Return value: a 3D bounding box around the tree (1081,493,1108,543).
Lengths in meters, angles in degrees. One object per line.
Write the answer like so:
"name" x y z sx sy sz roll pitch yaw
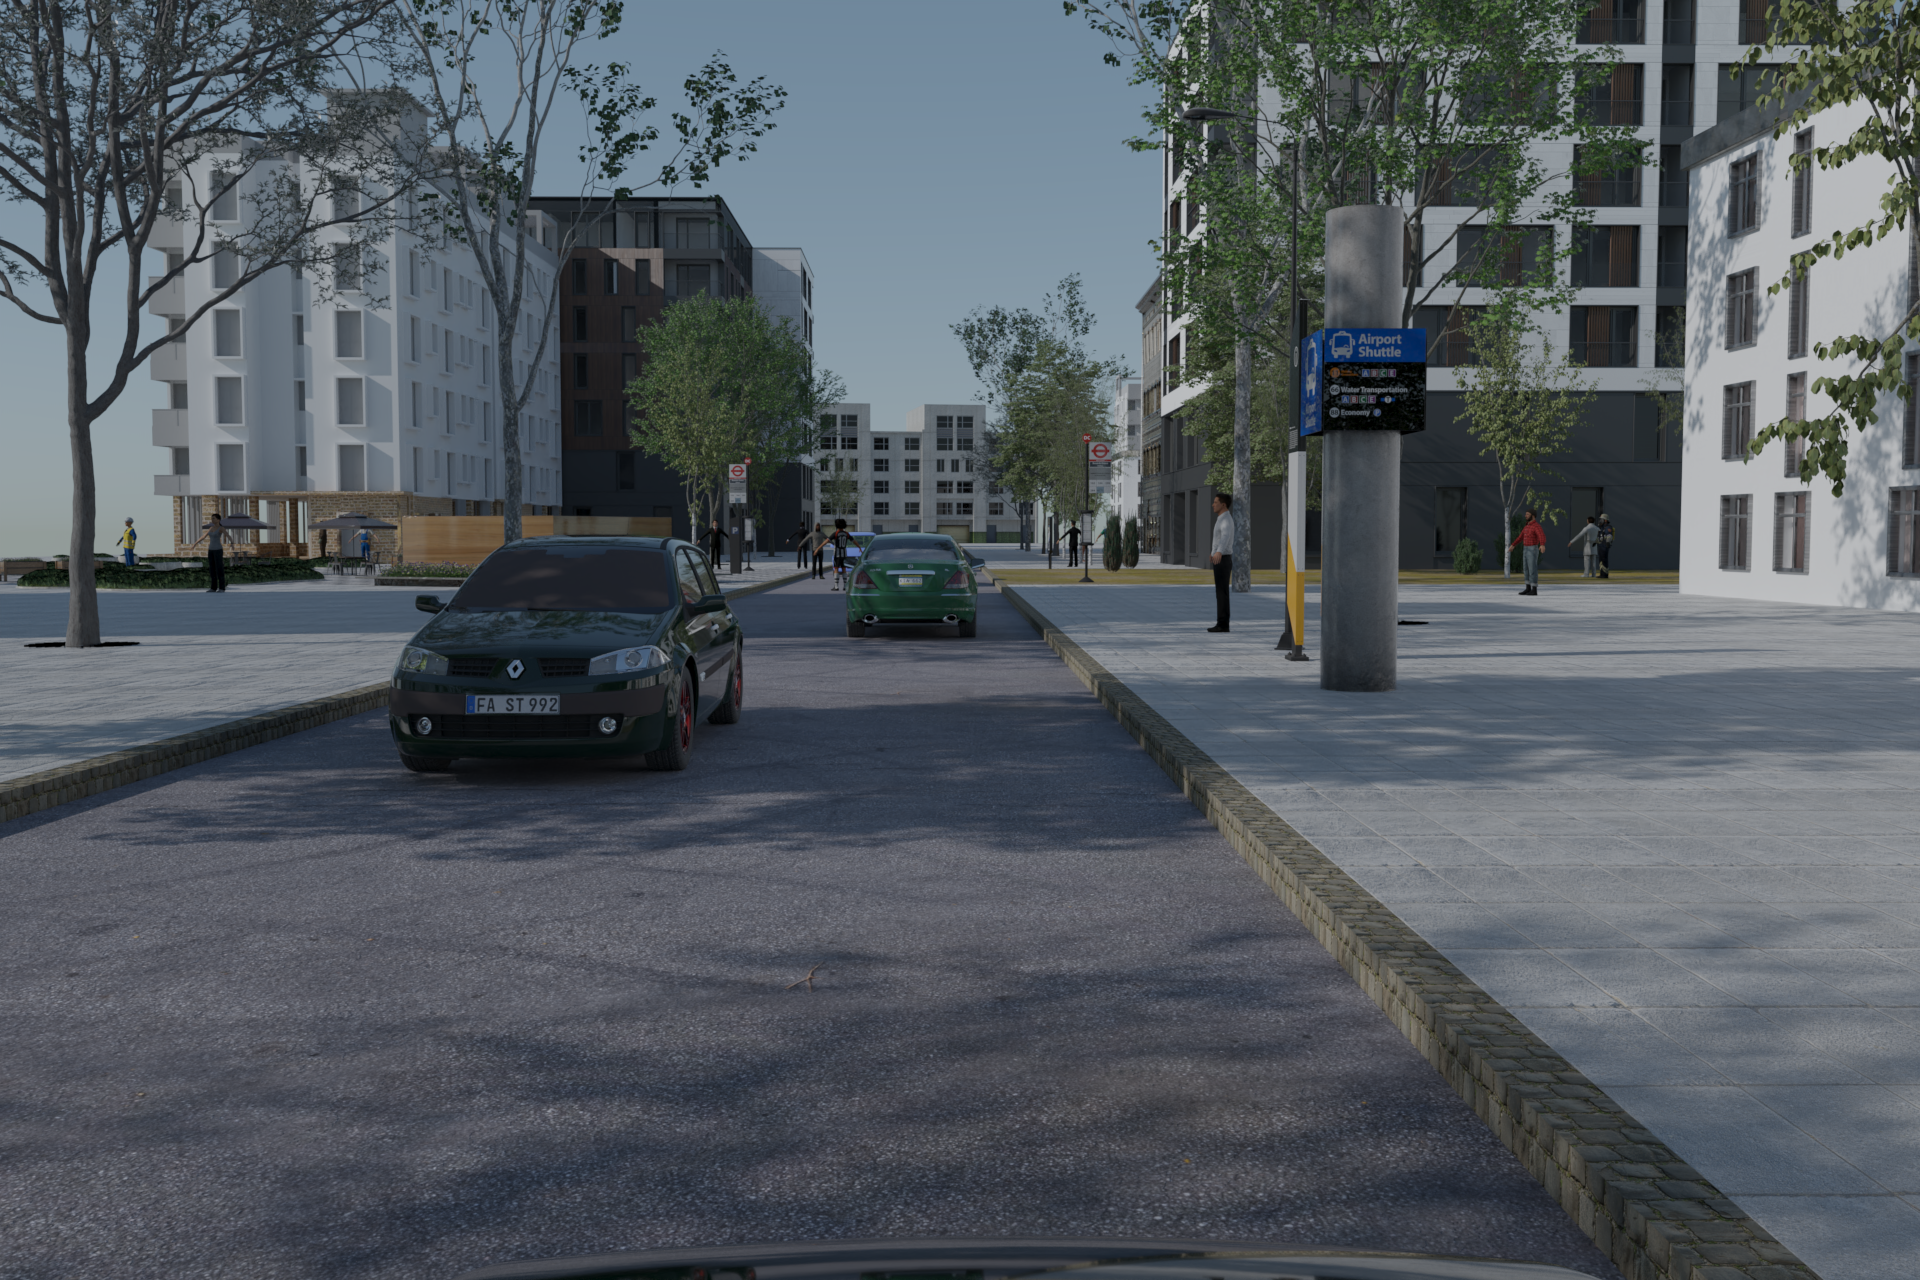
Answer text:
"tree" 18.061 -17.447 235.619 4.737 8.622 4.395 0 3 0

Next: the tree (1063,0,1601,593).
"tree" 7.366 -11.051 36.581 12.611 20.169 13.585 0 3 0

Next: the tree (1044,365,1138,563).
"tree" 5.128 -7.703 76.301 4.360 8.622 3.978 0 3 0

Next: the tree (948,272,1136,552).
"tree" 5.885 -16.501 125.674 12.611 20.169 13.585 0 3 0

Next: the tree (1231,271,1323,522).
"tree" 9.269 -6.027 48.904 4.360 8.622 3.978 0 3 0

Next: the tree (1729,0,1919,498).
"tree" 6.084 -3.636 9.819 4.737 8.622 4.395 0 3 0

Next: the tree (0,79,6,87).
"tree" -9.348 -5.538 8.671 7.486 12.596 7.792 0 3 0

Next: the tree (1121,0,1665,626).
"tree" 6.063 -6.041 24.519 9.928 11.665 9.643 0 3 0

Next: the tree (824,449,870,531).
"tree" -10.067 -12.174 149.404 4.360 8.622 3.978 0 3 0

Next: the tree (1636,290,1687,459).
"tree" 22.497 -6.279 53.026 4.360 8.622 3.978 0 3 0

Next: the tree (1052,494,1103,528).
"tree" 16.331 -19.829 242.336 7.486 12.596 7.792 0 3 0

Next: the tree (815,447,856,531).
"tree" -10.025 -11.809 143.446 4.360 8.622 3.978 0 3 0

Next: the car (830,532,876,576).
"car" -3.451 -3.050 59.457 1.945 1.707 3.694 0 4 -1

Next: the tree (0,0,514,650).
"tree" -9.883 -6.672 19.449 12.009 13.543 11.850 0 3 0

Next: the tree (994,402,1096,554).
"tree" 5.672 -10.805 111.070 7.601 10.594 8.767 -2 4 -32

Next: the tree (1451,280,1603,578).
"tree" 15.971 -6.091 49.954 4.737 8.622 4.395 0 3 0

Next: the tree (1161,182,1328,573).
"tree" 10.366 -8.476 56.712 7.486 12.596 7.792 0 3 0

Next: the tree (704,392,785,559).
"tree" -10.629 -8.405 87.786 4.737 8.622 4.395 0 3 0

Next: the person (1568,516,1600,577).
"person" 18.719 -2.770 51.483 1.347 1.806 0.705 -1 4 -14

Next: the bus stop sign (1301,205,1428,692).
"bus stop sign" 3.297 -1.542 14.233 0.837 3.901 0.837 0 4 0

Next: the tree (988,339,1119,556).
"tree" 5.537 -11.223 101.618 7.486 12.596 7.792 0 3 0

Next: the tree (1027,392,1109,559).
"tree" 5.146 -8.488 89.144 4.360 8.622 3.978 0 3 0

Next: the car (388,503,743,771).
"car" -2.511 -0.118 11.719 2.009 1.686 4.222 0 4 0

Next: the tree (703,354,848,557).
"tree" -10.426 -10.468 96.911 9.928 11.665 9.643 0 3 0

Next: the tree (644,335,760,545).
"tree" -9.810 -7.023 65.195 4.737 8.622 4.395 0 3 0

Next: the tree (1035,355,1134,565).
"tree" 5.481 -7.376 70.960 4.360 8.622 3.978 0 3 0

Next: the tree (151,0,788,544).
"tree" -9.861 -11.023 36.118 12.611 20.169 13.585 0 3 0

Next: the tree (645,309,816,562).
"tree" -10.373 -9.436 80.041 9.928 11.665 9.643 0 3 0

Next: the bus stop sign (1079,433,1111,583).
"bus stop sign" 3.580 -3.501 45.938 0.855 3.939 0.416 0 4 0

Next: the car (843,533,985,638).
"car" -0.680 -0.833 25.420 2.131 1.459 4.920 0 4 -1

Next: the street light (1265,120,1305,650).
"street light" 4.203 -2.845 19.054 1.470 5.913 1.316 0 4 -1

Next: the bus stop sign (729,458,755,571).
"bus stop sign" -7.606 -4.387 60.427 0.855 3.939 0.416 0 4 1

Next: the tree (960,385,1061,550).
"tree" 5.008 -14.196 142.473 12.009 13.543 11.850 0 3 0

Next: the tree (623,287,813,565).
"tree" -10.134 -8.934 71.833 9.928 11.665 9.643 0 3 0
